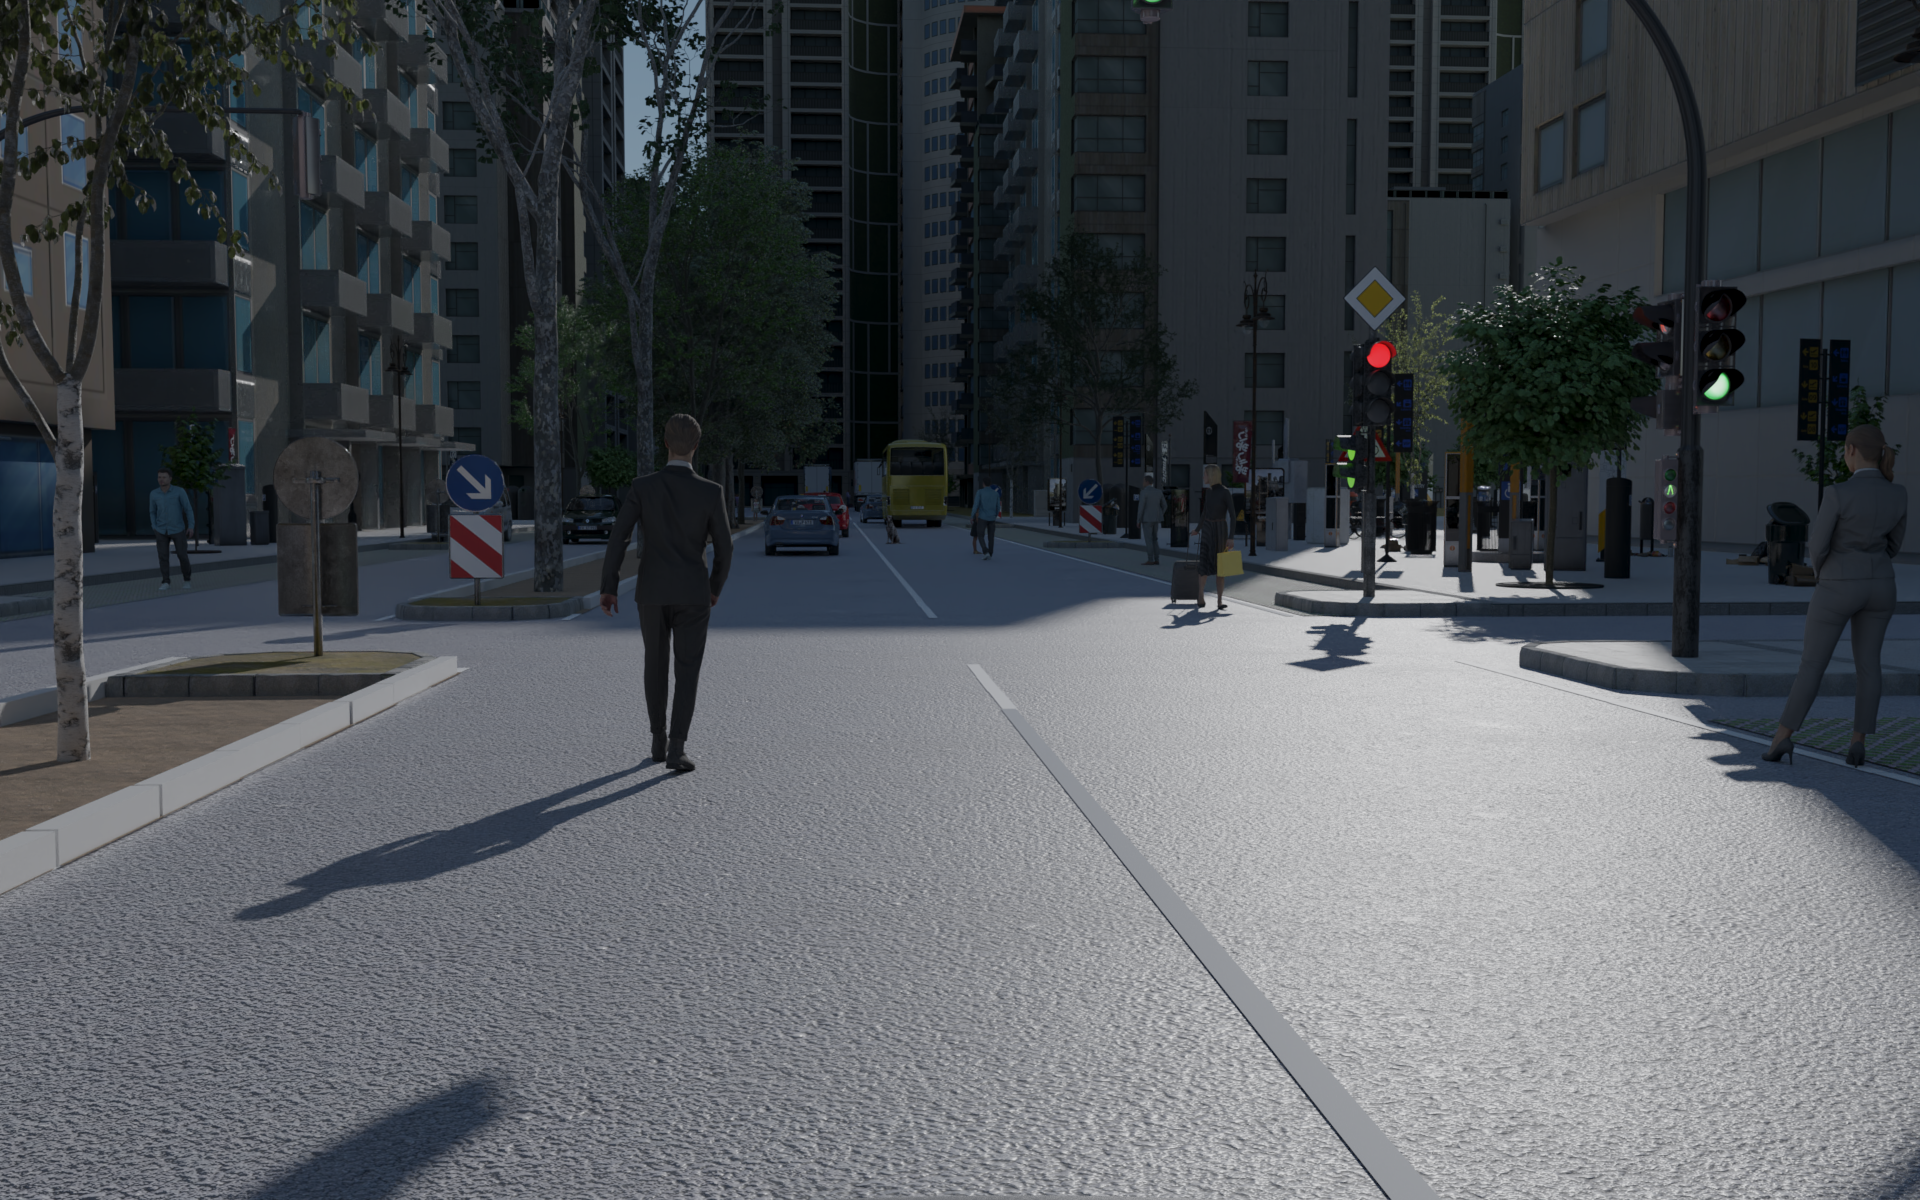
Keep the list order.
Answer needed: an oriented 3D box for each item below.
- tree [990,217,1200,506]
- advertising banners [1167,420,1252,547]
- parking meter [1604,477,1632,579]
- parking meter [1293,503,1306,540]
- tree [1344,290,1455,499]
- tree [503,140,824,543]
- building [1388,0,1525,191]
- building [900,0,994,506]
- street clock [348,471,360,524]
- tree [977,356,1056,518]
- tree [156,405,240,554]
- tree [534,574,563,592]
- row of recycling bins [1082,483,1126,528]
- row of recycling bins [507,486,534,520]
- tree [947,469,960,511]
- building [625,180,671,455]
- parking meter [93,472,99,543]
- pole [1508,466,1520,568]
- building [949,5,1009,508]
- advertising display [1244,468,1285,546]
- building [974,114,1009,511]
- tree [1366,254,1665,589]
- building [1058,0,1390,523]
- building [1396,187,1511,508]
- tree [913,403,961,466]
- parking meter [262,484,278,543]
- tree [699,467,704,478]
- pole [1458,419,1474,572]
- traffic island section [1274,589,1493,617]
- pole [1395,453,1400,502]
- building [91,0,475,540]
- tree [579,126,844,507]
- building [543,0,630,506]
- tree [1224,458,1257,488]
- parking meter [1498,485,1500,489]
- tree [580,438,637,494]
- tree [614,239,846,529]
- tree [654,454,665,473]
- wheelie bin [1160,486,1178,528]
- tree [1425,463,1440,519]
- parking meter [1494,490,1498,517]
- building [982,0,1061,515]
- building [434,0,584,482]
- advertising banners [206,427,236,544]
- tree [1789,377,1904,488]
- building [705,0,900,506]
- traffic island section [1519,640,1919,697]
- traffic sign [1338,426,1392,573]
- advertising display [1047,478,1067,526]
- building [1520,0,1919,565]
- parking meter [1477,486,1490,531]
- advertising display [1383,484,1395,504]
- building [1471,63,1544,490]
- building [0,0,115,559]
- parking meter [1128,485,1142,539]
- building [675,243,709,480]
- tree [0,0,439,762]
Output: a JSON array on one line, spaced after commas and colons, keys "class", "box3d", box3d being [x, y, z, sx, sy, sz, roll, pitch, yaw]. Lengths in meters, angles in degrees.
[{"class": "tree", "box3d": [4.521, -7.621, 59.009, 7.601, 10.594, 8.767, 0, 4, -4]}, {"class": "advertising banners", "box3d": [5.992, -2.765, 41.401, 2.074, 3.025, 0.090, 1, 4, 14]}, {"class": "parking meter", "box3d": [10.016, -1.098, 26.357, 0.372, 1.533, 0.369, 0, 3, 0]}, {"class": "parking meter", "box3d": [9.406, -2.584, 47.958, 0.255, 1.863, 0.399, 0, 4, -6]}, {"class": "tree", "box3d": [15.981, -6.816, 61.810, 4.360, 8.622, 3.978, 0, 3, 0]}, {"class": "tree", "box3d": [-7.705, -7.464, 50.243, 9.928, 11.665, 9.643, 0, 3, 0]}, {"class": "building", "box3d": [52.507, -46.285, 195.005, 20.611, 71.187, 20.563, 0, 4, -4]}, {"class": "building", "box3d": [7.518, -39.764, 192.143, 28.212, 58.520, 21.231, 0, 4, -4]}, {"class": "street clock", "box3d": [-17.372, -2.747, 49.487, 0.471, 2.002, 0.358, 2, 4, 27]}, {"class": "tree", "box3d": [2.968, -8.682, 92.310, 4.360, 8.622, 3.978, 0, 3, 0]}, {"class": "tree", "box3d": [-16.497, -2.631, 37.620, 1.663, 3.219, 1.824, 0, 3, 0]}, {"class": "tree", "box3d": [-7.290, -10.222, 25.480, 12.611, 20.169, 13.585, 0, 3, 0]}, {"class": "row of recycling bins", "box3d": [5.633, -3.669, 67.100, 1.069, 1.692, 3.534, -1, 4, -18]}, {"class": "row of recycling bins", "box3d": [-22.588, -4.825, 86.008, 3.534, 1.692, 1.069, 2, 4, 27]}, {"class": "tree", "box3d": [-0.786, -8.371, 131.468, 1.663, 3.219, 1.824, 0, 3, 0]}, {"class": "building", "box3d": [-34.859, -23.824, 161.229, 14.107, 30.474, 14.160, 0, 4, -4]}, {"class": "parking meter", "box3d": [-22.681, -2.416, 45.219, 0.255, 1.863, 0.399, -1, 4, -15]}, {"class": "pole", "box3d": [9.599, -2.208, 29.942, 0.158, 3.312, 0.155, 0, 3, 0]}, {"class": "building", "box3d": [10.479, -30.706, 156.670, 22.147, 44.769, 28.867, 0, 4, -4]}, {"class": "advertising display", "box3d": [7.439, -2.273, 42.376, 0.974, 1.923, 0.123, 0, 4, 2]}, {"class": "building", "box3d": [7.895, -22.245, 135.406, 14.160, 30.474, 14.107, 0, 4, -4]}, {"class": "tree", "box3d": [8.108, -2.455, 23.858, 4.285, 4.588, 4.351, 0, 3, 0]}, {"class": "building", "box3d": [11.430, -18.987, 82.140, 14.160, 30.474, 14.107, 0, 4, -4]}, {"class": "building", "box3d": [43.411, -24.162, 166.757, 14.107, 30.474, 14.160, 0, 4, -4]}, {"class": "tree", "box3d": [-1.779, -11.601, 140.031, 4.360, 8.622, 3.978, 0, 3, 0]}, {"class": "parking meter", "box3d": [-18.076, -2.262, 45.399, 0.372, 1.533, 0.369, 0, 3, 0]}, {"class": "tree", "box3d": [-25.557, -10.969, 163.059, 4.285, 4.588, 4.351, 0, 3, 0]}, {"class": "pole", "box3d": [8.326, -2.117, 28.452, 0.158, 3.312, 0.155, 0, 3, 0]}, {"class": "traffic island section", "box3d": [5.134, 0.039, 21.646, 2.009, 0.180, 2.903, 0, 4, -4]}, {"class": "pole", "box3d": [17.335, -4.575, 68.638, 0.158, 3.312, 0.155, 0, 3, 0]}, {"class": "building", "box3d": [-30.794, -26.898, 59.398, 23.786, 49.044, 30.456, 0, 4, -4]}, {"class": "tree", "box3d": [-8.594, -9.288, 60.977, 9.857, 13.997, 8.962, 0, 3, 0]}, {"class": "building", "box3d": [-35.533, -42.841, 138.702, 20.563, 71.187, 20.611, 0, 4, -4]}, {"class": "tree", "box3d": [12.054, -4.885, 74.469, 1.663, 3.219, 1.824, 0, 3, 0]}, {"class": "parking meter", "box3d": [30.051, -5.525, 96.044, 0.399, 1.863, 0.255, -2, 4, -23]}, {"class": "tree", "box3d": [-20.385, -7.161, 100.788, 4.285, 4.588, 4.351, 0, 3, 0]}, {"class": "tree", "box3d": [-9.509, -9.271, 71.045, 9.611, 12.733, 9.660, 0, 3, 0]}, {"class": "tree", "box3d": [-21.564, -8.166, 117.222, 4.285, 4.588, 4.351, 0, 3, 0]}, {"class": "wheelie bin", "box3d": [7.928, -3.502, 65.171, 0.980, 1.594, 0.693, 3, 5, 39]}, {"class": "tree", "box3d": [23.592, -5.715, 88.039, 1.663, 3.219, 1.824, 0, 3, 0]}, {"class": "parking meter", "box3d": [30.647, -5.532, 98.856, 0.372, 1.533, 0.369, 0, 3, 0]}, {"class": "building", "box3d": [14.012, -30.176, 112.994, 23.786, 49.044, 30.456, 0, 4, -4]}, {"class": "building", "box3d": [-29.922, -20.156, 101.248, 14.160, 30.474, 14.107, 0, 4, -4]}, {"class": "advertising banners", "box3d": [-19.124, -2.980, 44.905, 0.090, 3.025, 2.074, 0, 4, -2]}, {"class": "tree", "box3d": [14.596, -2.045, 28.032, 1.663, 3.219, 1.824, 0, 3, 0]}, {"class": "building", "box3d": [-16.912, -46.008, 190.475, 20.611, 71.187, 20.563, 0, 4, -4]}, {"class": "traffic island section", "box3d": [5.731, 0.526, 13.683, 2.009, 0.180, 2.903, 0, 4, -4]}, {"class": "traffic sign", "box3d": [6.574, -1.724, 28.199, 0.884, 2.594, 0.081, 0, 4, -2]}, {"class": "advertising display", "box3d": [3.901, -3.943, 69.675, 0.974, 1.923, 0.123, -3, 5, -41]}, {"class": "building", "box3d": [29.301, -27.213, 34.174, 27.495, 52.752, 28.713, 0, 4, -4]}, {"class": "parking meter", "box3d": [15.859, -2.694, 52.455, 0.372, 1.533, 0.369, 0, 3, 0]}, {"class": "advertising display", "box3d": [24.229, -5.656, 97.688, 0.974, 1.923, 0.123, 1, 4, 10]}, {"class": "building", "box3d": [58.450, -29.592, 167.428, 14.086, 41.232, 14.154, 0, 4, -4]}, {"class": "building", "box3d": [-25.055, -23.207, 29.550, 14.600, 45.320, 14.200, 0, 4, -4]}, {"class": "parking meter", "box3d": [4.979, -2.502, 49.322, 0.372, 1.533, 0.369, 0, 3, 0]}, {"class": "building", "box3d": [-34.350, -25.370, 186.507, 14.107, 30.474, 14.160, 0, 4, -4]}, {"class": "tree", "box3d": [-4.782, -3.452, 9.253, 4.360, 8.622, 3.978, 0, 3, 0]}]
